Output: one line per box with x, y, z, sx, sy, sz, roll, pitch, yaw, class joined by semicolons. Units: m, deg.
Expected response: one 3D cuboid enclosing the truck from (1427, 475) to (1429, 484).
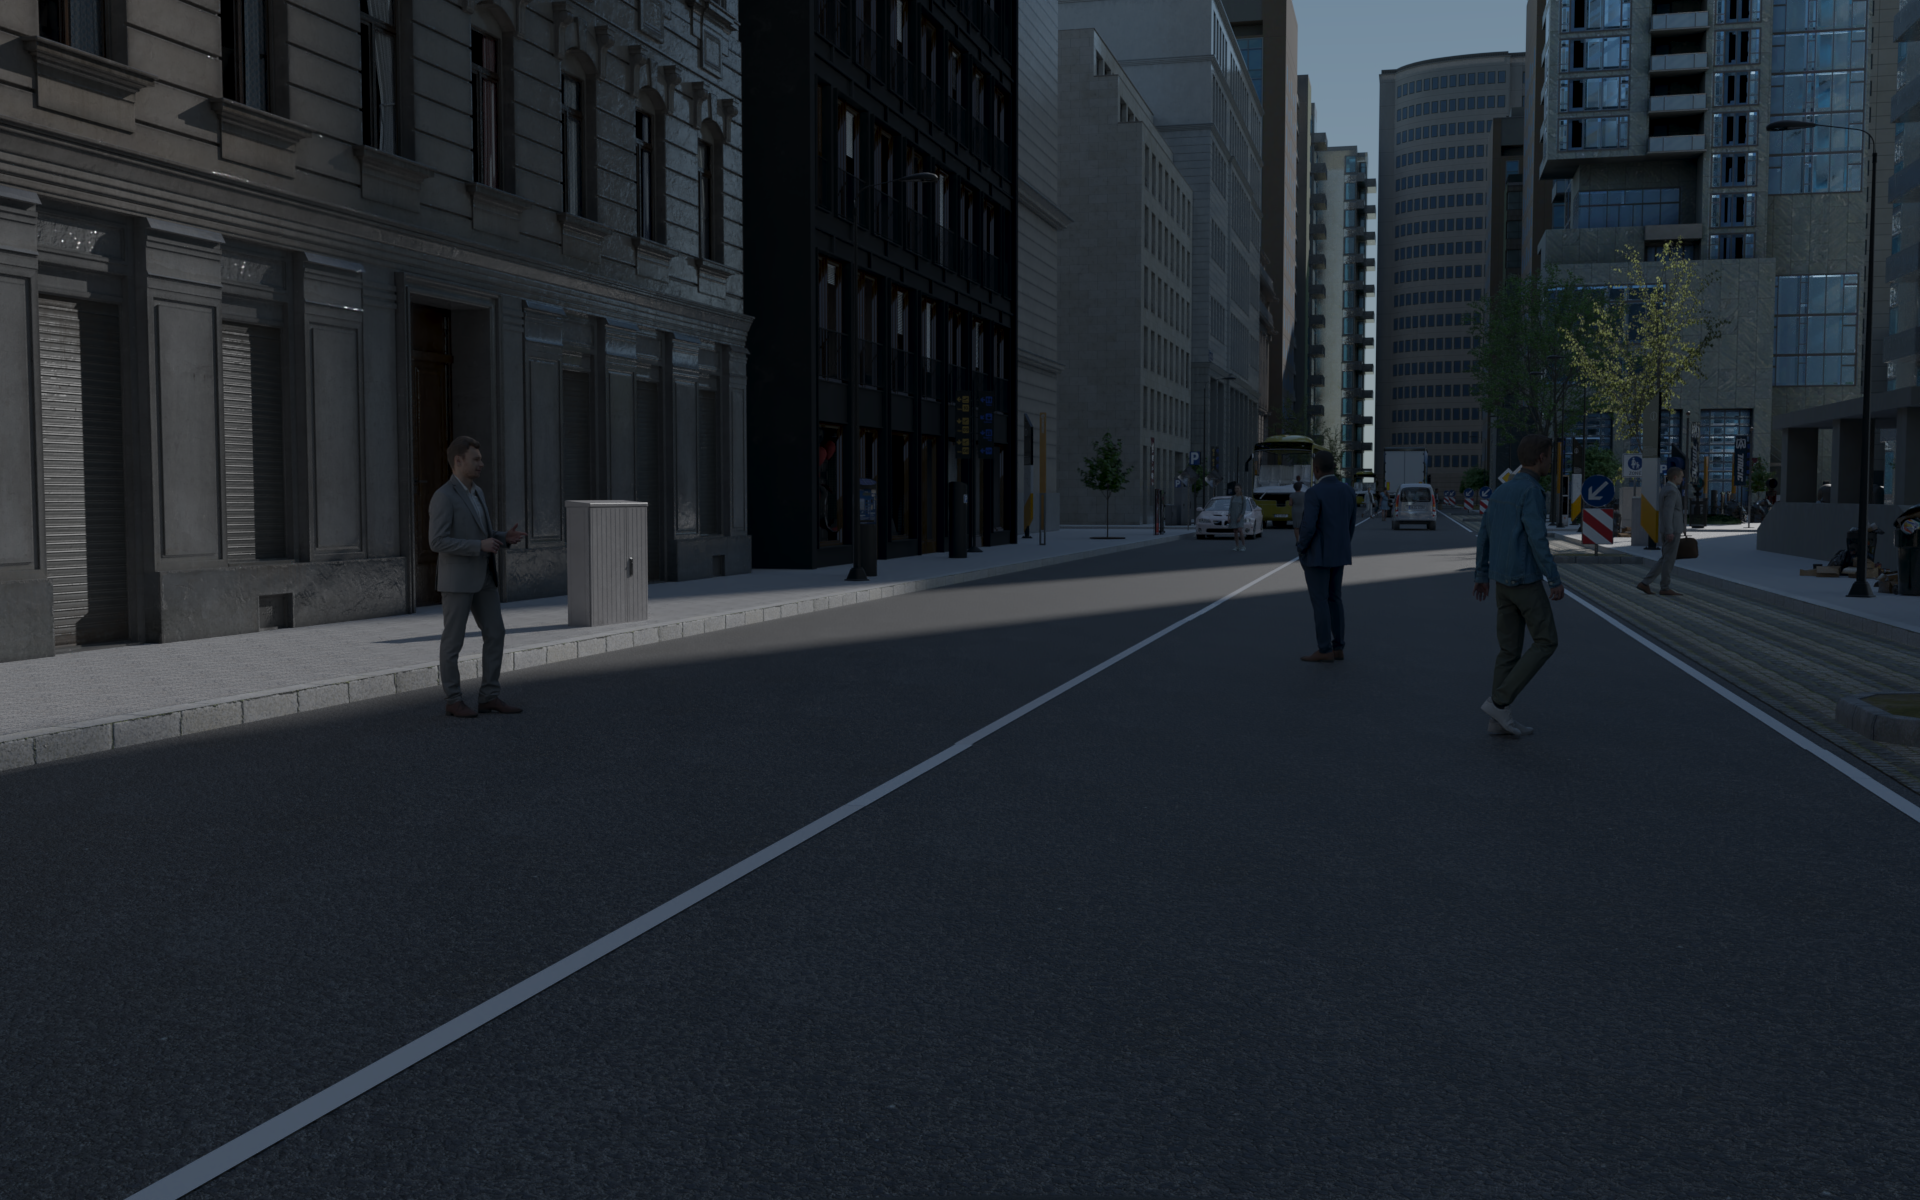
34.191;-8.379;132.927;3.469;3.379;9.791;1;4;16;truck

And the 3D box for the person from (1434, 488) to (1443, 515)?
32.061;-6.608;116.517;0.794;1.824;0.713;-1;4;-23;person

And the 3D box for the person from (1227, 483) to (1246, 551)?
7.017;-2.092;43.712;0.512;1.701;0.522;2;4;32;person

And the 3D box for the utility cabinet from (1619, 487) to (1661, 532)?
21.296;-2.790;54.292;1.173;1.500;0.318;0;4;1;utility cabinet

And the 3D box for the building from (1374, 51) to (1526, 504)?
69.579;-42.020;229.033;28.212;58.520;21.231;1;4;15;building

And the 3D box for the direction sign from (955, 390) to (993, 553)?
0.316;-2.818;38.065;0.876;3.537;0.379;-1;4;-18;direction sign

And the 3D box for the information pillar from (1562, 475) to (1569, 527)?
23.866;-3.916;68.515;0.304;2.012;0.304;-1;4;-9;information pillar

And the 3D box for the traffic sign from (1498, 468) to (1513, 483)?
20.929;-3.824;66.159;0.795;2.450;0.064;1;4;15;traffic sign

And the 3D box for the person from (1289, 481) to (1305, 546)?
9.406;-2.376;47.700;0.716;1.782;0.532;0;4;4;person

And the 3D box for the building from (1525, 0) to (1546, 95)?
53.760;-30.091;142.101;14.600;45.320;14.200;1;4;15;building

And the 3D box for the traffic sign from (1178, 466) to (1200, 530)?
8.085;-3.524;61.267;0.795;2.450;0.064;1;4;15;traffic sign

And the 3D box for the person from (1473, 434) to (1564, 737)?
3.272;-0.084;10.215;0.444;1.785;0.601;0;4;-6;person

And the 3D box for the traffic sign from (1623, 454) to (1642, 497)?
16.998;-2.539;43.648;0.606;2.300;0.079;1;4;19;traffic sign

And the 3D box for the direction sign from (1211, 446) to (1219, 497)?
12.106;-5.523;82.298;0.379;3.537;0.876;2;4;30;direction sign

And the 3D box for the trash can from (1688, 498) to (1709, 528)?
27.678;-3.259;64.932;0.748;1.137;0.748;0;3;0;trash can

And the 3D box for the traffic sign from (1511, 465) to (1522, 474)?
18.913;-3.351;58.432;0.795;2.450;0.064;1;4;15;traffic sign

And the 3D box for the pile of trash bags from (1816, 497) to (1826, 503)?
49.742;-5.295;96.319;1.912;1.369;3.447;-3;5;-45;pile of trash bags

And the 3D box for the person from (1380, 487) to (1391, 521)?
22.546;-5.088;91.776;0.616;1.811;0.778;1;4;18;person

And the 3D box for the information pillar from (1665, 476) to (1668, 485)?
28.455;-3.979;69.547;0.304;2.012;0.304;2;4;28;information pillar

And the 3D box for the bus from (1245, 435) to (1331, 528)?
14.572;-5.141;75.606;2.896;3.916;12.252;1;4;16;bus

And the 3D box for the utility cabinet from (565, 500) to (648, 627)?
-3.487;-0.369;17.191;0.306;1.237;1.020;1;4;22;utility cabinet

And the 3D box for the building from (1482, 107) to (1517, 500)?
68.098;-33.639;200.102;14.600;45.320;14.200;1;4;15;building

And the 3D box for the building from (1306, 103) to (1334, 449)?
27.524;-35.804;205.001;30.456;49.044;23.786;1;4;15;building

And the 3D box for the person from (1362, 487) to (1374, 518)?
24.065;-5.734;102.132;0.514;1.842;0.818;-3;5;-42;person

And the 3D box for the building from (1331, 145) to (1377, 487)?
41.409;-37.843;238.340;30.456;49.044;23.786;1;4;15;building

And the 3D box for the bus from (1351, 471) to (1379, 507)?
44.481;-12.143;190.076;2.896;3.916;12.252;1;4;14;bus

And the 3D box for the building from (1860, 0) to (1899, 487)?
90.294;-46.020;190.675;20.611;71.187;20.563;1;4;15;building

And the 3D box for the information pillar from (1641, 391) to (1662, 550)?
15.888;-2.963;39.802;0.183;3.616;0.504;-1;4;-23;information pillar

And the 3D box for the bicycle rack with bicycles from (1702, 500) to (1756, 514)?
42.757;-5.111;96.943;2.925;0.926;2.852;0;4;1;bicycle rack with bicycles

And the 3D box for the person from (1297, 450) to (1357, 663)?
3.142;-0.374;14.799;0.721;1.800;0.419;-3;5;-42;person

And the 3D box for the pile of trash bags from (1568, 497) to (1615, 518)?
33.702;-5.121;93.474;1.912;1.369;3.447;0;4;5;pile of trash bags

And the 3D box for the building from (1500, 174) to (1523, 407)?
56.346;-23.566;157.008;14.160;30.474;14.107;1;4;15;building

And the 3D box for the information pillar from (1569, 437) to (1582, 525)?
25.383;-4.890;71.312;0.504;3.616;0.183;-2;4;-27;information pillar

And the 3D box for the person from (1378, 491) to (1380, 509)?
39.347;-9.376;162.620;0.721;1.723;1.217;0;4;-5;person

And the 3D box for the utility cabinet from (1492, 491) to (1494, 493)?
36.222;-6.640;117.235;0.318;1.500;1.173;0;4;0;utility cabinet

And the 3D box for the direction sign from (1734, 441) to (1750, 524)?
33.761;-5.063;74.783;0.379;3.537;0.876;-1;4;-23;direction sign

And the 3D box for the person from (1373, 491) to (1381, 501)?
38.676;-9.287;161.064;1.217;1.735;0.721;-2;4;-27;person

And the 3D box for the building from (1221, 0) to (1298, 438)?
21.856;-30.670;151.568;14.600;45.320;14.200;1;4;15;building

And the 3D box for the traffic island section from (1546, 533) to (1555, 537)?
18.938;-2.215;58.503;2.009;0.180;2.903;1;4;15;traffic island section

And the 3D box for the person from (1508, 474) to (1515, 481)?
11.194;-1.626;34.959;0.514;1.842;0.818;-2;4;-28;person

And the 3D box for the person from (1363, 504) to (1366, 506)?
47.756;-11.910;204.171;0.436;1.711;0.756;-1;4;-17;person

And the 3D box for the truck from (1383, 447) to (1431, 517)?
28.183;-7.361;109.266;2.839;4.237;11.283;1;4;16;truck

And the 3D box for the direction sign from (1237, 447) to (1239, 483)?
13.381;-5.593;83.436;0.379;3.537;0.876;0;4;7;direction sign

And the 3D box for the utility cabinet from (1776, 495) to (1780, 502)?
44.643;-5.117;94.819;0.306;1.237;1.020;-3;5;-39;utility cabinet

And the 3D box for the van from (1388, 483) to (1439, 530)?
18.302;-3.844;69.868;2.013;2.044;4.112;1;4;13;van

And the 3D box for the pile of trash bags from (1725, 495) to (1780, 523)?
35.815;-4.133;77.324;1.912;1.369;3.447;-3;5;-40;pile of trash bags

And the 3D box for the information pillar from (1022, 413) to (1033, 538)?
1.973;-3.587;49.995;0.183;3.616;0.504;-1;4;-23;information pillar

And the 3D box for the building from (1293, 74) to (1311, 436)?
25.837;-29.488;165.720;14.154;41.232;14.086;1;4;15;building

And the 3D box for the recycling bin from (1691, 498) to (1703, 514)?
44.944;-5.682;105.459;0.722;1.027;0.722;0;4;2;recycling bin

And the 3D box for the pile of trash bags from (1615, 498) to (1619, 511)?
36.607;-5.428;98.493;1.912;1.369;3.447;1;4;22;pile of trash bags

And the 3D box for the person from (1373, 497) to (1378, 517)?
25.828;-5.774;107.594;0.332;1.250;0.352;-1;4;-13;person

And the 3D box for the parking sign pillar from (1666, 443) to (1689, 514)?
37.468;-6.238;90.456;1.447;3.967;1.447;-1;4;-13;parking sign pillar

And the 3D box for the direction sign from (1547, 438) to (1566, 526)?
24.046;-4.780;70.142;0.876;3.537;0.379;2;4;34;direction sign

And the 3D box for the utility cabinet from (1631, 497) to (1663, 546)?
17.129;-1.932;42.755;1.020;1.237;0.306;2;4;25;utility cabinet

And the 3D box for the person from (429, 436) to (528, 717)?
-3.097;-0.149;11.142;0.583;1.804;0.606;1;4;11;person

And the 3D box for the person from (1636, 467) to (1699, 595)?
10.002;-0.963;24.365;0.853;1.813;0.709;1;4;9;person

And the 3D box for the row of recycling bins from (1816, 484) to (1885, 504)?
37.175;-4.043;73.221;3.534;1.692;1.069;0;4;7;row of recycling bins

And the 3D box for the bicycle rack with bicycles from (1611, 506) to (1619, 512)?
36.842;-4.912;93.686;2.852;0.926;2.925;0;4;-4;bicycle rack with bicycles

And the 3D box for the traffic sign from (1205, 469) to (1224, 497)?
10.101;-3.997;68.995;0.795;2.450;0.064;1;4;15;traffic sign
